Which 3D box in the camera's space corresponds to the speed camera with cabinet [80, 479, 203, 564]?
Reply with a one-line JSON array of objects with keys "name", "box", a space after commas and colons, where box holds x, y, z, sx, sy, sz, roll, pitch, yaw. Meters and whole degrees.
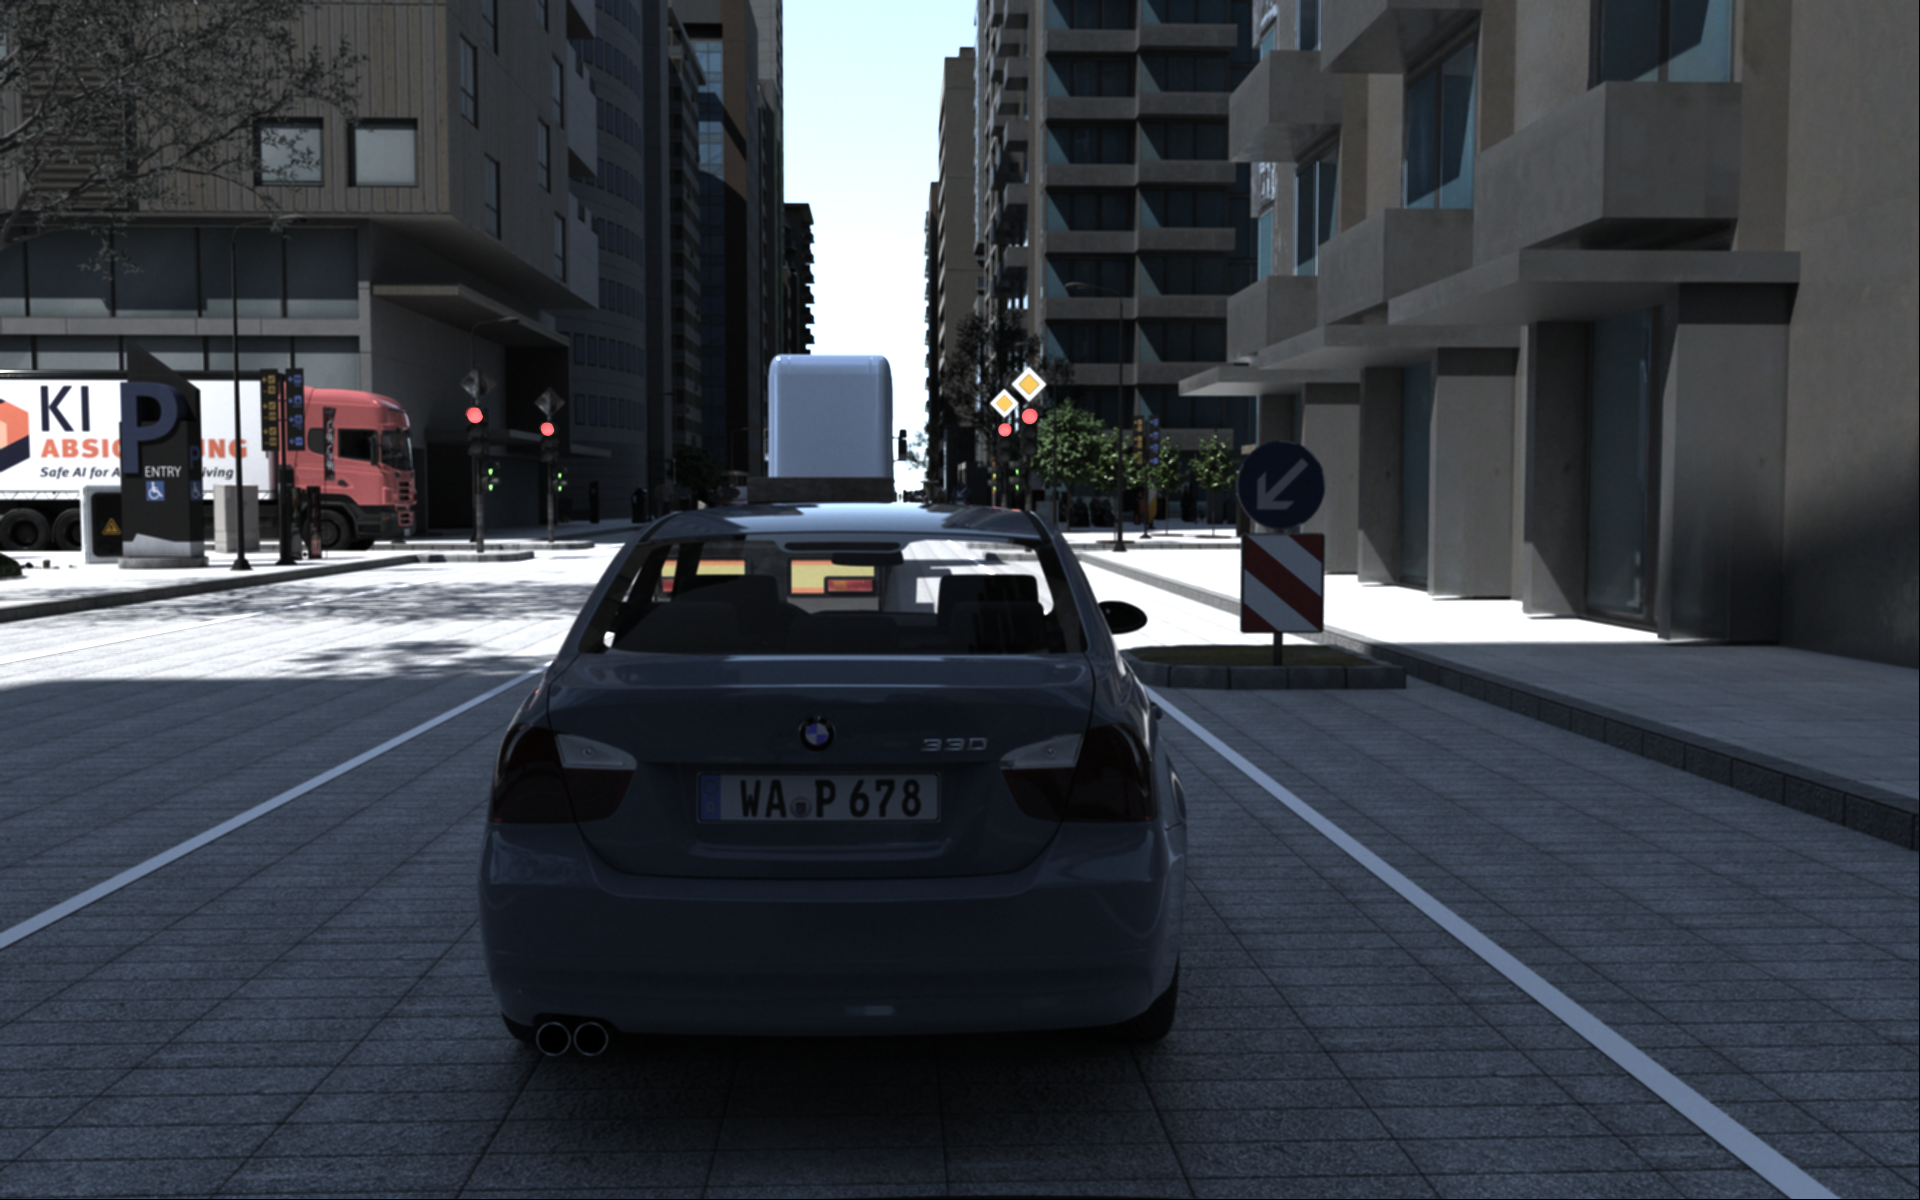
[{"name": "speed camera with cabinet", "box": [-15.320, -2.329, 32.415, 2.038, 3.252, 0.660, -2, 4, -32]}]

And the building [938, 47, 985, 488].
[{"name": "building", "box": [8.650, -34.366, 185.583, 21.300, 48.544, 21.600, 0, 4, -2]}]

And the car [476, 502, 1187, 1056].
[{"name": "car", "box": [-0.320, 0.378, 5.817, 2.014, 1.417, 4.499, 0, 4, -1]}]

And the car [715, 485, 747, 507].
[{"name": "car", "box": [-8.663, -3.742, 69.852, 2.281, 1.827, 5.304, 0, 4, -1]}]

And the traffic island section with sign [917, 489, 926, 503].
[{"name": "traffic island section with sign", "box": [-1.220, -5.350, 96.103, 1.989, 1.847, 2.006, 0, 4, -2]}]

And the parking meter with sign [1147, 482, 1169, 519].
[{"name": "parking meter with sign", "box": [9.969, -5.727, 89.899, 1.738, 3.016, 0.543, -1, 4, -15]}]

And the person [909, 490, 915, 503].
[{"name": "person", "box": [-3.373, -6.853, 121.542, 0.512, 1.701, 0.522, 0, 4, 0]}]

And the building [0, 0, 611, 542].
[{"name": "building", "box": [-27.373, -28.605, 56.930, 28.713, 52.752, 27.495, 0, 4, -2]}]

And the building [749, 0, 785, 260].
[{"name": "building", "box": [-31.328, -48.254, 227.208, 20.563, 71.187, 20.611, 0, 4, -2]}]

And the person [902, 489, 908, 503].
[{"name": "person", "box": [-3.892, -6.759, 119.603, 0.643, 1.750, 0.593, 1, 4, 8]}]

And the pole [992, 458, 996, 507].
[{"name": "pole", "box": [1.819, -6.040, 92.589, 0.158, 3.312, 0.155, 0, 3, 0]}]

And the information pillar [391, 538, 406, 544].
[{"name": "information pillar", "box": [-14.480, -3.266, 44.750, 0.504, 3.616, 0.183, 1, 4, 22]}]

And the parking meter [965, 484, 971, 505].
[{"name": "parking meter", "box": [0.458, -5.750, 99.726, 0.255, 1.863, 0.399, -1, 4, -10]}]

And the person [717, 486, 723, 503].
[{"name": "person", "box": [-10.504, -4.144, 76.429, 0.526, 1.800, 0.537, 1, 4, 23]}]

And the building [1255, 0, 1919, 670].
[{"name": "building", "box": [16.109, -24.593, 21.710, 23.786, 49.044, 30.456, 0, 4, -2]}]

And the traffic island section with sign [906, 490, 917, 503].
[{"name": "traffic island section with sign", "box": [-3.293, -8.362, 145.345, 1.989, 1.847, 2.006, 0, 4, -2]}]

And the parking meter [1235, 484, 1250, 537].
[{"name": "parking meter", "box": [8.550, -2.852, 52.335, 0.399, 1.863, 0.255, -1, 4, -19]}]

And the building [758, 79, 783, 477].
[{"name": "building", "box": [-24.820, -29.482, 165.633, 14.154, 41.232, 14.086, 0, 4, -2]}]

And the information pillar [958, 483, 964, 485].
[{"name": "information pillar", "box": [0.067, -6.504, 110.832, 0.304, 2.012, 0.304, 2, 4, 33]}]

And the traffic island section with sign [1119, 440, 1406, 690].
[{"name": "traffic island section with sign", "box": [2.247, -0.306, 13.630, 1.989, 1.847, 2.006, 0, 4, -2]}]

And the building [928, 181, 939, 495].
[{"name": "building", "box": [2.636, -36.191, 241.837, 14.600, 45.320, 14.200, 0, 4, -2]}]

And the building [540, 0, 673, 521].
[{"name": "building", "box": [-27.903, -33.673, 92.550, 21.231, 58.520, 28.212, 0, 4, -2]}]

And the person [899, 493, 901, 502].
[{"name": "person", "box": [-8.661, -14.707, 250.427, 0.415, 1.643, 0.593, 1, 4, 20]}]

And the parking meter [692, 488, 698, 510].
[{"name": "parking meter", "box": [-17.122, -6.487, 111.768, 0.255, 1.863, 0.399, -3, 4, -37]}]

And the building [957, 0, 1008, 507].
[{"name": "building", "box": [10.476, -42.479, 132.782, 20.563, 71.187, 20.611, 0, 4, -2]}]

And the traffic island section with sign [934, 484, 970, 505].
[{"name": "traffic island section with sign", "box": [-0.074, -3.672, 68.659, 1.989, 1.847, 2.006, 0, 4, -2]}]

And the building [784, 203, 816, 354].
[{"name": "building", "box": [-32.468, -36.578, 252.681, 22.147, 44.769, 28.867, 0, 4, -2]}]

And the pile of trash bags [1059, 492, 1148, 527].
[{"name": "pile of trash bags", "box": [5.808, -3.532, 67.505, 3.447, 1.369, 1.912, 1, 4, 11]}]

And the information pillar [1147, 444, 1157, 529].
[{"name": "information pillar", "box": [7.015, -4.390, 63.139, 0.183, 3.616, 0.504, 3, 4, 38]}]

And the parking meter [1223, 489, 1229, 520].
[{"name": "parking meter", "box": [13.015, -4.688, 85.061, 0.372, 1.533, 0.369, 0, 3, 0]}]

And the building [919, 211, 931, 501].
[{"name": "building", "box": [5.708, -39.461, 264.798, 23.786, 49.044, 30.456, 0, 4, -2]}]

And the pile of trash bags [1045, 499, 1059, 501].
[{"name": "pile of trash bags", "box": [3.731, -4.311, 80.244, 1.912, 1.369, 3.447, -1, 4, -18]}]

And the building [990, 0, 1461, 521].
[{"name": "building", "box": [13.395, -29.681, 104.886, 23.786, 49.044, 30.456, 0, 4, -2]}]

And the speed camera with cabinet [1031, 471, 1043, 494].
[{"name": "speed camera with cabinet", "box": [2.896, -4.421, 66.617, 0.660, 3.252, 2.038, 0, 4, 5]}]

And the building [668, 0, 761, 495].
[{"name": "building", "box": [-24.980, -30.658, 151.372, 14.600, 45.320, 14.200, 0, 4, -2]}]

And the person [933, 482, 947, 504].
[{"name": "person", "box": [-0.736, -3.088, 58.899, 0.656, 1.842, 0.836, 1, 4, 16]}]

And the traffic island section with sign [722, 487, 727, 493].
[{"name": "traffic island section with sign", "box": [-12.929, -5.318, 95.583, 1.989, 1.847, 2.006, 0, 4, -2]}]

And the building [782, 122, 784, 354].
[{"name": "building", "box": [-25.723, -30.341, 179.666, 14.154, 41.232, 14.086, 0, 4, -2]}]

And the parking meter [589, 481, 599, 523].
[{"name": "parking meter", "box": [-16.003, -4.282, 75.717, 0.399, 1.863, 0.255, 0, 4, -1]}]

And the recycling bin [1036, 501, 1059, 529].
[{"name": "recycling bin", "box": [3.111, -3.009, 61.748, 0.722, 1.027, 0.722, 0, 4, -7]}]

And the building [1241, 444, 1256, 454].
[{"name": "building", "box": [24.622, -24.650, 57.654, 28.867, 44.769, 22.147, 0, 4, -2]}]

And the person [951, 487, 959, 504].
[{"name": "person", "box": [-0.233, -4.602, 84.290, 0.362, 1.759, 0.519, 2, 4, 27]}]

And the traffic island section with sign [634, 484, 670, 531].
[{"name": "traffic island section with sign", "box": [-11.796, -3.671, 68.652, 1.989, 1.847, 2.006, 0, 4, -2]}]

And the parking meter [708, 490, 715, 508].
[{"name": "parking meter", "box": [-14.724, -5.767, 102.704, 0.372, 1.533, 0.369, 0, 3, 0]}]

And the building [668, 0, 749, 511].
[{"name": "building", "box": [-32.828, -26.926, 132.121, 32.217, 40.220, 23.993, 0, 4, -2]}]

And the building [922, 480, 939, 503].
[{"name": "building", "box": [11.327, -32.485, 223.017, 32.217, 40.220, 23.993, 0, 4, -2]}]

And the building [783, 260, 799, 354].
[{"name": "building", "box": [-26.952, -26.886, 211.292, 14.160, 30.474, 14.107, 0, 4, -2]}]

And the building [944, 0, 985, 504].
[{"name": "building", "box": [10.159, -51.715, 158.213, 22.319, 86.520, 31.000, 0, 4, -2]}]

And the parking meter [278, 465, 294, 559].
[{"name": "parking meter", "box": [-13.285, -1.741, 34.173, 0.255, 1.863, 0.399, -2, 4, -29]}]

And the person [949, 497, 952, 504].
[{"name": "person", "box": [-0.472, -4.642, 88.652, 0.590, 1.304, 0.306, -3, 5, -43]}]

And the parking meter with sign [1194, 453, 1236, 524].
[{"name": "parking meter with sign", "box": [10.901, -4.748, 73.893, 1.738, 3.016, 0.543, 0, 4, -1]}]
